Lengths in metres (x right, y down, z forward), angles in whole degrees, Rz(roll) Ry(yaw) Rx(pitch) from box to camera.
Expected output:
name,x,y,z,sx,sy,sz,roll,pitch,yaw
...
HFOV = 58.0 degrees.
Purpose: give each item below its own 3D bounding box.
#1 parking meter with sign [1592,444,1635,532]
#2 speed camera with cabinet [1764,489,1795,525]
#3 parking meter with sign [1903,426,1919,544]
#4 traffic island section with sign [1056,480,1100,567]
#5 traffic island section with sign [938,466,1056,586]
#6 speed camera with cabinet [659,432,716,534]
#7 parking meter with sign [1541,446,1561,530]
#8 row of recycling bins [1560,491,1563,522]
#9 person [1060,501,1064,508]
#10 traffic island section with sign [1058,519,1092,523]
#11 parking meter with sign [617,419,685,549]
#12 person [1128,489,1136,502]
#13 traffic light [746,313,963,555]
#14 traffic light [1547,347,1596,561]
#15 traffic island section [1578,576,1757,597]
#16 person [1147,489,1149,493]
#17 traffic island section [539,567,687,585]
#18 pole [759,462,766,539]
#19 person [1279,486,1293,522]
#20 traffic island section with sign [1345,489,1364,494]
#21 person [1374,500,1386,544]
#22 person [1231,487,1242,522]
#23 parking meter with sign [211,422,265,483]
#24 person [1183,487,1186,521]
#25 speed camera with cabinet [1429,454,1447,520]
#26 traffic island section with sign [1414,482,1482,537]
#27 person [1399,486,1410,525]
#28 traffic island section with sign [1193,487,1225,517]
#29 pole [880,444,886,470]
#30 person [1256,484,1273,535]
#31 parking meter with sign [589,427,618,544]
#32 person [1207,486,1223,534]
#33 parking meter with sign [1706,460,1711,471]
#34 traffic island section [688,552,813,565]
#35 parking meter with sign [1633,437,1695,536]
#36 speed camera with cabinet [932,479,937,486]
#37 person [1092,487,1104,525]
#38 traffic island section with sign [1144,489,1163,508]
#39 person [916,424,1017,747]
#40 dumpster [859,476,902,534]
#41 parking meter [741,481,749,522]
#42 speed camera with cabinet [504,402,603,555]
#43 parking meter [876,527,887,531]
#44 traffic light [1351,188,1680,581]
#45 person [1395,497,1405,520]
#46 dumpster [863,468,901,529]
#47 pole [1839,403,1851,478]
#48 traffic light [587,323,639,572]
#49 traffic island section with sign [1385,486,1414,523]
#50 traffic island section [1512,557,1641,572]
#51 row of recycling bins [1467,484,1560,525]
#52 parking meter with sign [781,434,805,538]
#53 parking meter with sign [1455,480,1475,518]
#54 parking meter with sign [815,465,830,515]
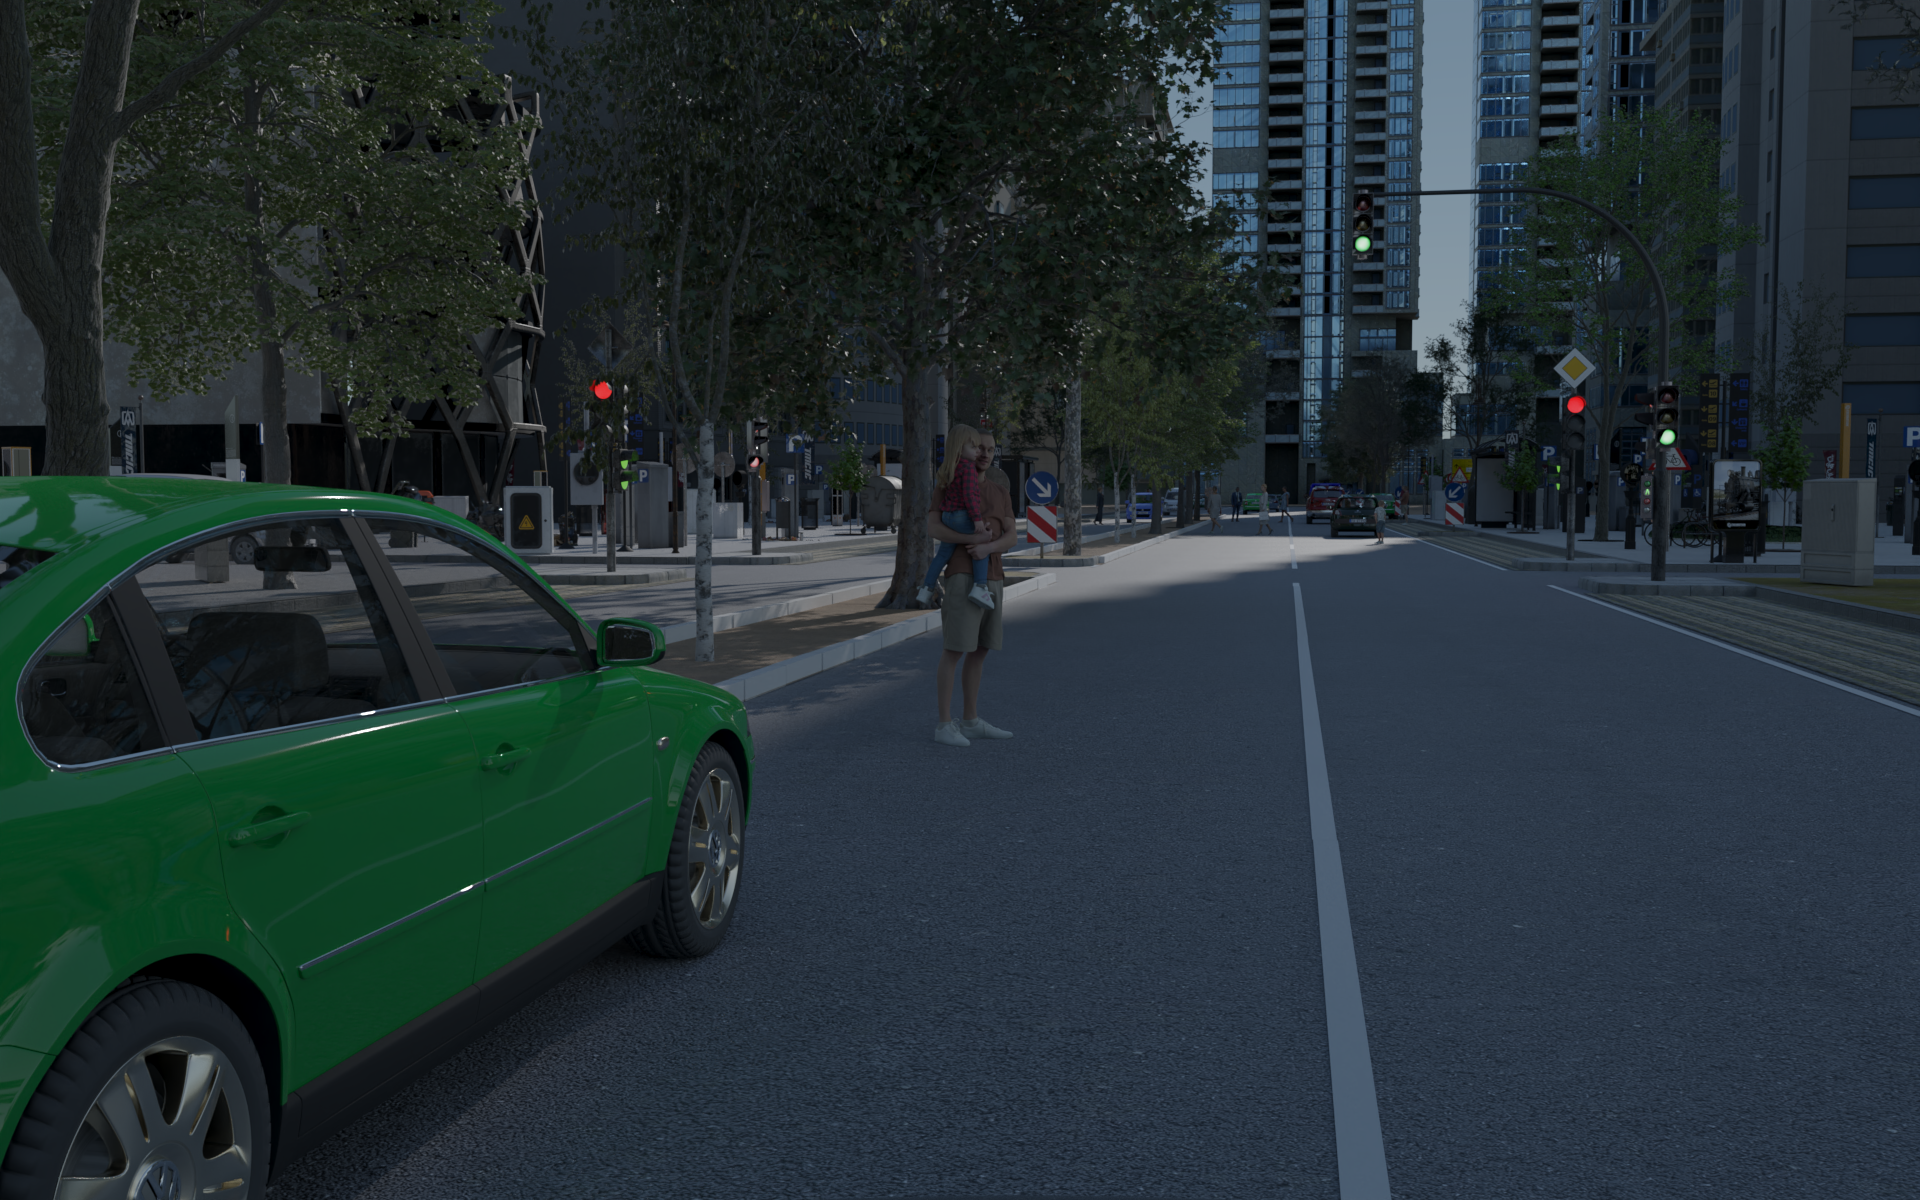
name,x,y,z,sx,sy,sz,roll,pitch,yaw
parking meter with sign,22.617,-3.890,59.858,0.543,3.016,1.738,-1,4,-17
speed camera with cabinet,25.121,-3.592,53.061,0.660,3.252,2.038,1,4,16
parking meter with sign,24.918,-2.985,45.070,0.543,3.016,1.738,2,4,35
traffic island section with sign,1.747,-1.643,34.994,2.006,1.907,1.989,1,4,11
traffic island section with sign,0.366,-1.198,27.716,2.006,1.907,1.989,1,4,11
speed camera with cabinet,-8.911,-3.757,55.760,2.038,3.252,0.660,-1,4,-10
parking meter with sign,21.629,-4.101,63.305,0.543,3.016,1.738,2,4,27
row of recycling bins,27.665,-4.481,80.383,1.069,1.692,3.534,0,4,-7
person,4.281,-3.629,68.188,0.716,1.782,0.532,0,4,8
traffic island section with sign,5.634,-4.823,87.480,1.989,1.847,2.006,1,4,11
parking meter with sign,-7.218,-2.726,40.831,0.543,3.016,1.738,2,4,30
person,10.291,-5.766,102.871,0.635,1.810,0.391,-2,4,-33
traffic light,-2.191,-3.750,35.984,4.771,5.953,1.251,1,4,11
traffic light,11.770,-2.717,33.343,0.839,4.253,0.868,1,4,11
traffic island section,10.329,-0.203,25.603,2.009,0.180,2.903,1,4,11
person,14.249,-7.501,131.135,1.348,1.826,0.705,-3,4,-37
traffic island section,-5.779,-0.388,28.631,2.009,0.180,2.903,1,4,11
pole,-5.671,-3.408,49.564,0.158,3.312,0.155,0,3,0
person,16.342,-4.794,86.975,0.778,1.811,0.616,0,4,0
traffic island section with sign,30.663,-7.634,133.450,1.989,1.847,2.006,1,4,11
person,12.127,-2.254,50.036,0.332,1.250,0.352,2,4,26
person,14.386,-4.986,90.202,0.721,1.800,0.419,-1,4,-15
parking meter with sign,-17.741,-2.799,42.030,1.738,3.016,0.543,0,4,-2
person,11.463,-4.871,88.242,0.635,1.810,0.391,-1,4,-19
speed camera with cabinet,23.596,-5.575,85.491,0.660,3.252,2.038,0,4,7
traffic island section with sign,16.610,-3.070,58.829,1.989,1.847,2.006,1,4,11
person,20.548,-4.377,80.039,0.573,1.828,0.580,-1,4,-22
traffic island section with sign,15.649,-6.159,108.840,2.006,1.907,1.989,1,4,11
pole,-3.151,-4.714,70.919,0.158,3.312,0.155,0,3,0
person,10.705,-3.177,60.802,0.624,1.780,0.694,1,4,11
parking meter with sign,-8.690,-2.962,44.691,1.738,3.016,0.543,1,4,19
person,9.267,-3.269,62.696,0.466,1.731,0.760,-3,5,-45
parking meter with sign,37.652,-5.675,89.042,0.543,3.016,1.738,-3,5,-42
traffic island section,-4.301,-0.868,36.478,2.009,0.180,2.903,1,4,11
parking meter with sign,21.491,-3.446,52.597,0.543,3.016,1.738,-2,4,-33
speed camera with cabinet,-0.650,-6.926,107.576,2.038,3.252,0.660,2,4,24
person,6.471,-4.387,80.643,0.534,1.772,0.576,0,4,-7
traffic island section with sign,14.867,-7.816,136.424,1.989,1.847,2.006,1,4,11
person,0.041,-0.092,9.977,0.573,1.828,0.580,0,4,4
dumpster,-2.504,-3.093,56.335,1.264,1.857,1.865,1,4,11
parking meter,-9.765,-4.461,78.649,0.399,1.863,0.255,0,4,7
speed camera with cabinet,-8.633,-2.598,36.813,2.038,3.252,0.660,-1,4,-10
parking meter,-2.751,-3.348,60.449,0.399,1.863,0.255,2,4,32
traffic light,8.219,-3.124,25.742,4.771,5.953,1.251,1,4,11
person,22.206,-4.823,87.130,0.659,1.850,0.755,-1,4,-18
dumpster,-2.818,-3.816,64.889,1.502,2.255,1.985,1,4,11
pole,19.882,-2.759,38.953,0.158,3.312,0.155,0,3,0
traffic light,-5.742,-2.420,28.489,0.839,4.253,0.868,1,4,11
traffic island section with sign,21.651,-4.710,85.637,1.989,1.847,2.006,1,4,11
traffic island section,11.807,-0.683,33.450,2.009,0.180,2.903,1,4,11
row of recycling bins,23.238,-4.028,72.974,3.534,1.692,1.069,1,4,11
parking meter with sign,-4.985,-3.347,50.976,0.543,3.016,1.738,-1,4,-15
parking meter with sign,27.035,-5.868,92.196,1.738,3.016,0.543,-3,4,-37
parking meter with sign,-8.251,-6.634,104.720,0.543,3.016,1.738,-2,4,-25
